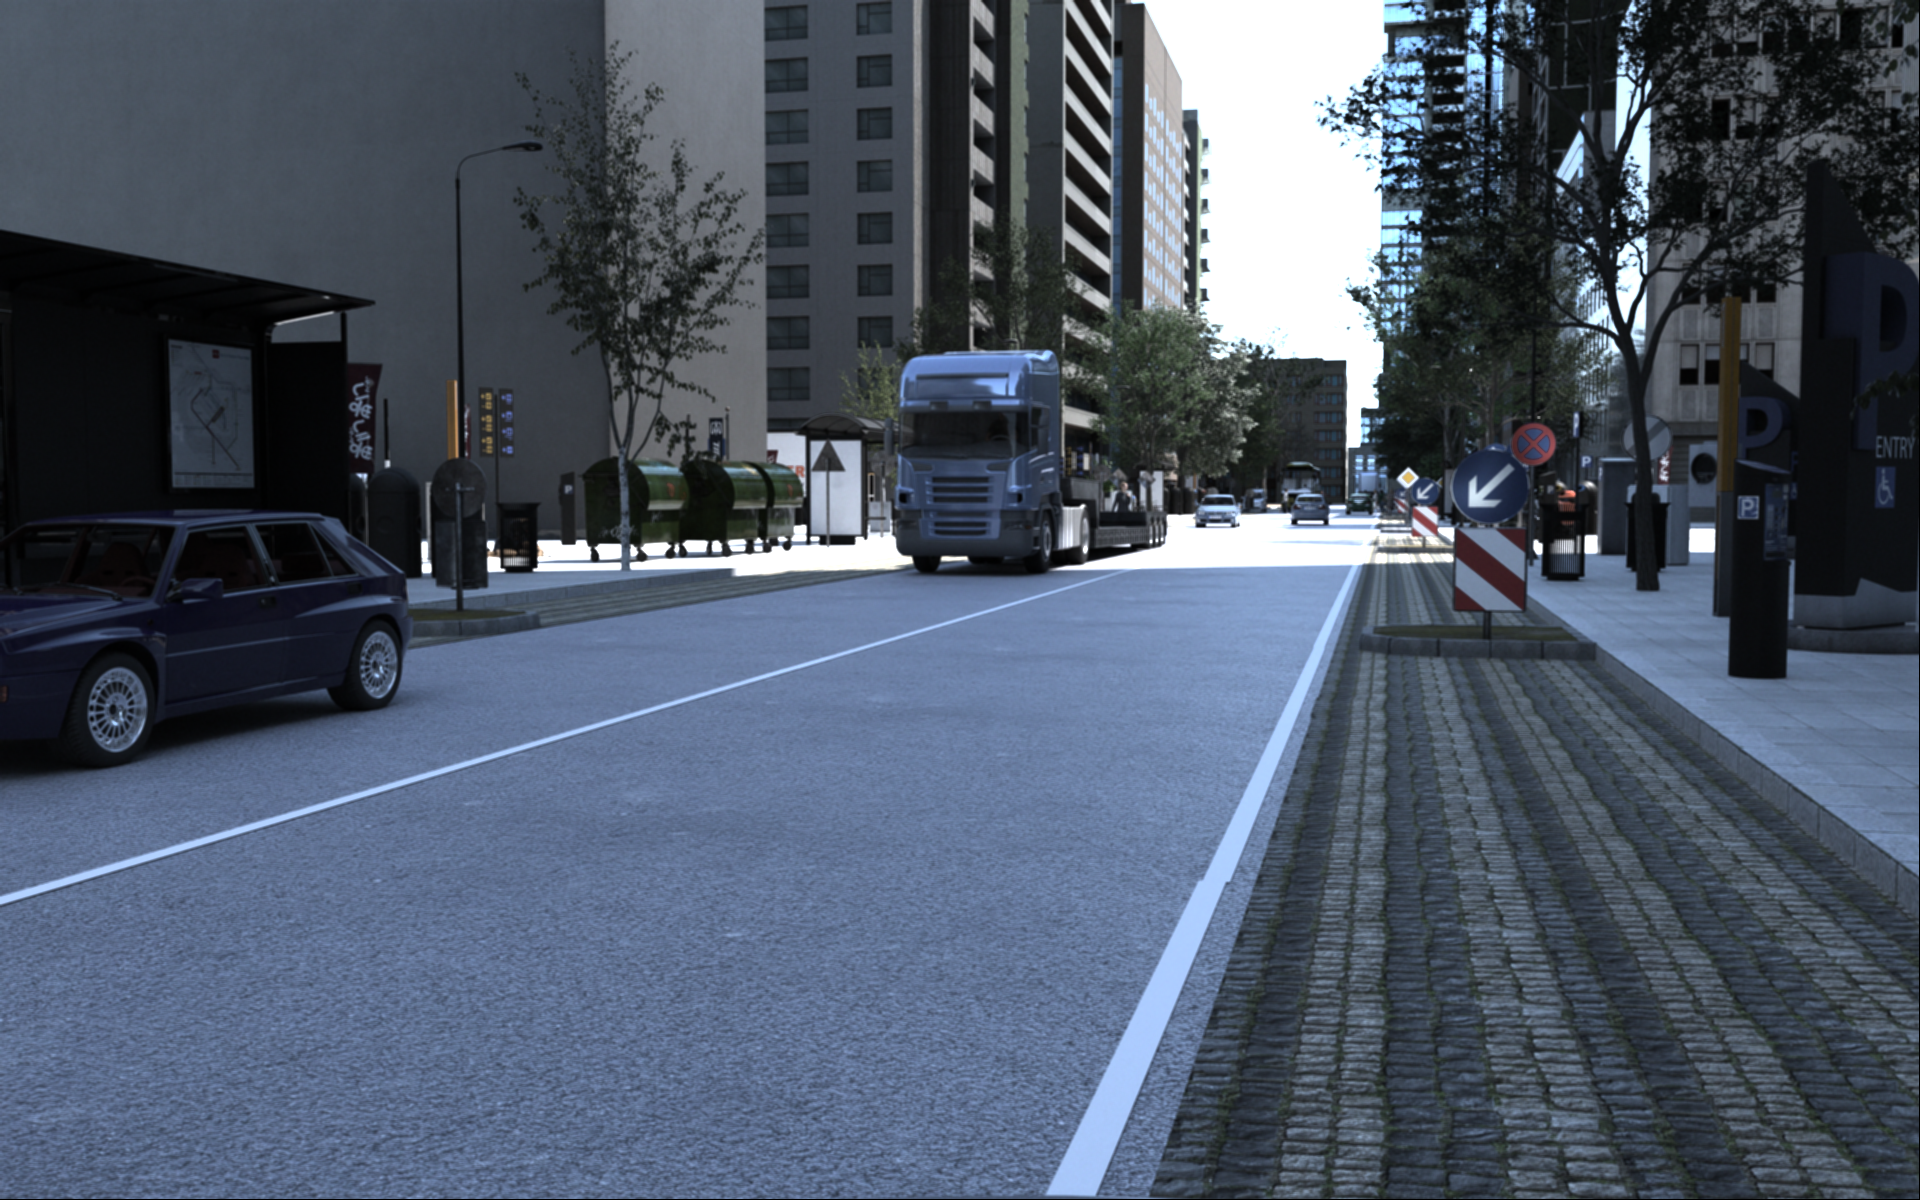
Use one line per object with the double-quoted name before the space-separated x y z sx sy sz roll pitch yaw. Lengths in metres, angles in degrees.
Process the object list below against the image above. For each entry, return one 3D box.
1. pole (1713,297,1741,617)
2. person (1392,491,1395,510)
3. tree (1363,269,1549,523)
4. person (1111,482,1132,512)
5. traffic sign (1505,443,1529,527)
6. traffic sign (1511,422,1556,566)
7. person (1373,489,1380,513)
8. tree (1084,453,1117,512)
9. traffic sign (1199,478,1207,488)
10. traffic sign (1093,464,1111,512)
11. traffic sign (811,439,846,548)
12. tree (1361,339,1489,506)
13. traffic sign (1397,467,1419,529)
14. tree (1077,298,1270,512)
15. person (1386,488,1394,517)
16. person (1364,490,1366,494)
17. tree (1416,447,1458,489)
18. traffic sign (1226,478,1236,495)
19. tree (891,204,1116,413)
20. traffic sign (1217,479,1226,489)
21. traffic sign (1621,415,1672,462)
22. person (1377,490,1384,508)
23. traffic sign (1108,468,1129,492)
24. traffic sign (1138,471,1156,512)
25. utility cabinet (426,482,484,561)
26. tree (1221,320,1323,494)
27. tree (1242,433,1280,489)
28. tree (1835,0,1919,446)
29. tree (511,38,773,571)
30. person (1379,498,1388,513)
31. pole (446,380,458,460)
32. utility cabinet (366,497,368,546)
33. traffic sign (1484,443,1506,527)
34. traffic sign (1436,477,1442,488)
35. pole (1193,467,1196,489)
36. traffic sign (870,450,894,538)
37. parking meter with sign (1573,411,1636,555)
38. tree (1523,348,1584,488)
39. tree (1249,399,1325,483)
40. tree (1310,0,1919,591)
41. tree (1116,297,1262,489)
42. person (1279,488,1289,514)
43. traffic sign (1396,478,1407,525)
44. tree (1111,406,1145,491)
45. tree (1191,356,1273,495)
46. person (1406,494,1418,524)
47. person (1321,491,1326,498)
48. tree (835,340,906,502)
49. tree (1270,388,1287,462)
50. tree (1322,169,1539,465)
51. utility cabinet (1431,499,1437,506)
"pole" 7.995 -1.481 18.050 0.158 3.312 0.155 0 3 0
"person" 38.112 -8.741 152.349 0.436 1.711 0.756 1 4 19
"tree" 22.231 -9.282 77.510 9.928 11.665 9.643 0 3 0
"person" 4.605 -2.478 49.441 0.534 1.772 0.576 3 5 40
"traffic sign" 13.066 -2.463 40.381 0.768 2.556 0.104 2 4 23
"traffic sign" 10.192 -1.879 30.829 0.768 2.556 0.104 1 4 18
"person" 30.376 -7.204 126.632 0.624 1.780 0.694 3 5 41
"tree" 6.911 -5.376 82.497 1.663 3.219 1.824 0 3 0
"traffic sign" 18.972 -8.286 135.577 0.768 2.556 0.104 1 4 14
"traffic sign" 6.072 -4.532 74.207 0.768 2.556 0.104 1 4 19
"traffic sign" -3.108 -2.493 40.761 0.884 2.594 0.081 1 4 21
"tree" 35.828 -13.865 133.344 9.857 13.997 8.962 0 3 0
"traffic sign" 16.570 -3.695 64.057 0.795 2.450 0.064 1 4 14
"tree" 10.004 -10.135 91.469 9.928 11.665 9.643 0 3 0
"person" 26.739 -6.037 107.553 0.599 1.781 0.374 -1 4 -18
"person" 40.056 -9.943 171.054 0.705 1.826 1.348 -1 4 -18
"tree" 33.620 -8.416 121.311 4.285 4.588 4.351 0 3 0
"traffic sign" 21.625 -8.450 138.267 0.768 2.556 0.104 1 4 15
"tree" 1.329 -7.488 56.836 8.767 10.594 7.601 2 4 27
"traffic sign" 22.412 -9.067 148.352 0.768 2.556 0.104 1 4 22
"traffic sign" 11.019 -1.697 27.857 0.768 2.556 0.104 1 4 16
"person" 33.981 -8.003 139.603 0.600 1.795 0.529 -1 4 -18
"traffic sign" 6.093 -3.854 66.653 0.795 2.450 0.064 1 4 14
"traffic sign" 8.007 -4.328 74.407 0.795 2.450 0.064 1 4 14
"utility cabinet" -9.477 -1.460 32.552 1.173 1.500 0.318 2 4 28
"tree" 34.067 -20.221 186.507 12.611 20.169 13.585 0 3 0
"tree" 28.551 -13.170 165.690 4.360 8.622 3.978 0 3 0
"tree" 6.393 -3.598 9.194 4.360 8.622 3.978 0 3 0
"tree" -5.459 -4.779 28.499 4.360 8.622 3.978 0 3 0
"person" 31.223 -6.965 127.884 0.738 1.151 1.012 -3 5 -43
"pole" -9.101 -2.279 31.103 0.158 3.312 0.155 0 3 0
"utility cabinet" -13.621 -1.787 40.379 1.020 1.237 0.306 -2 4 -24
"traffic sign" 13.463 -2.659 43.587 0.768 2.556 0.104 1 4 19
"traffic sign" 31.974 -6.957 114.937 0.795 2.450 0.064 1 4 18
"pole" 16.354 -7.761 120.735 0.158 3.312 0.155 0 3 0
"traffic sign" -2.264 -3.060 50.139 0.768 2.556 0.104 1 4 23
"parking meter with sign" 13.850 -2.460 36.475 1.738 3.016 0.543 0 4 7
"tree" 29.231 -8.194 84.330 4.360 8.622 3.978 0 3 0
"tree" 40.203 -18.706 216.205 12.009 13.543 11.850 0 3 0
"tree" 9.184 -5.423 23.073 8.767 10.594 7.601 0 4 1
"tree" 14.515 -12.558 111.985 9.857 13.997 8.962 0 3 0
"person" 23.034 -7.014 123.032 0.795 1.843 0.661 1 4 16
"traffic sign" 18.483 -4.169 71.810 0.795 2.450 0.064 1 4 14
"tree" 13.493 -11.729 142.126 4.737 8.622 4.395 0 3 0
"tree" 22.036 -13.760 143.103 7.486 12.596 7.792 0 3 0
"person" 21.447 -4.467 81.886 0.721 1.781 0.623 -2 4 -30
"person" 37.314 -10.343 178.061 0.683 1.767 0.568 1 4 10
"tree" -3.777 -8.049 81.963 4.737 8.622 4.395 0 3 0
"tree" 25.448 -14.068 155.774 9.928 11.665 9.643 0 3 0
"tree" 28.524 -15.143 103.479 12.611 20.169 13.585 0 3 0
"utility cabinet" 38.035 -7.864 139.736 1.020 1.237 0.306 1 4 22
